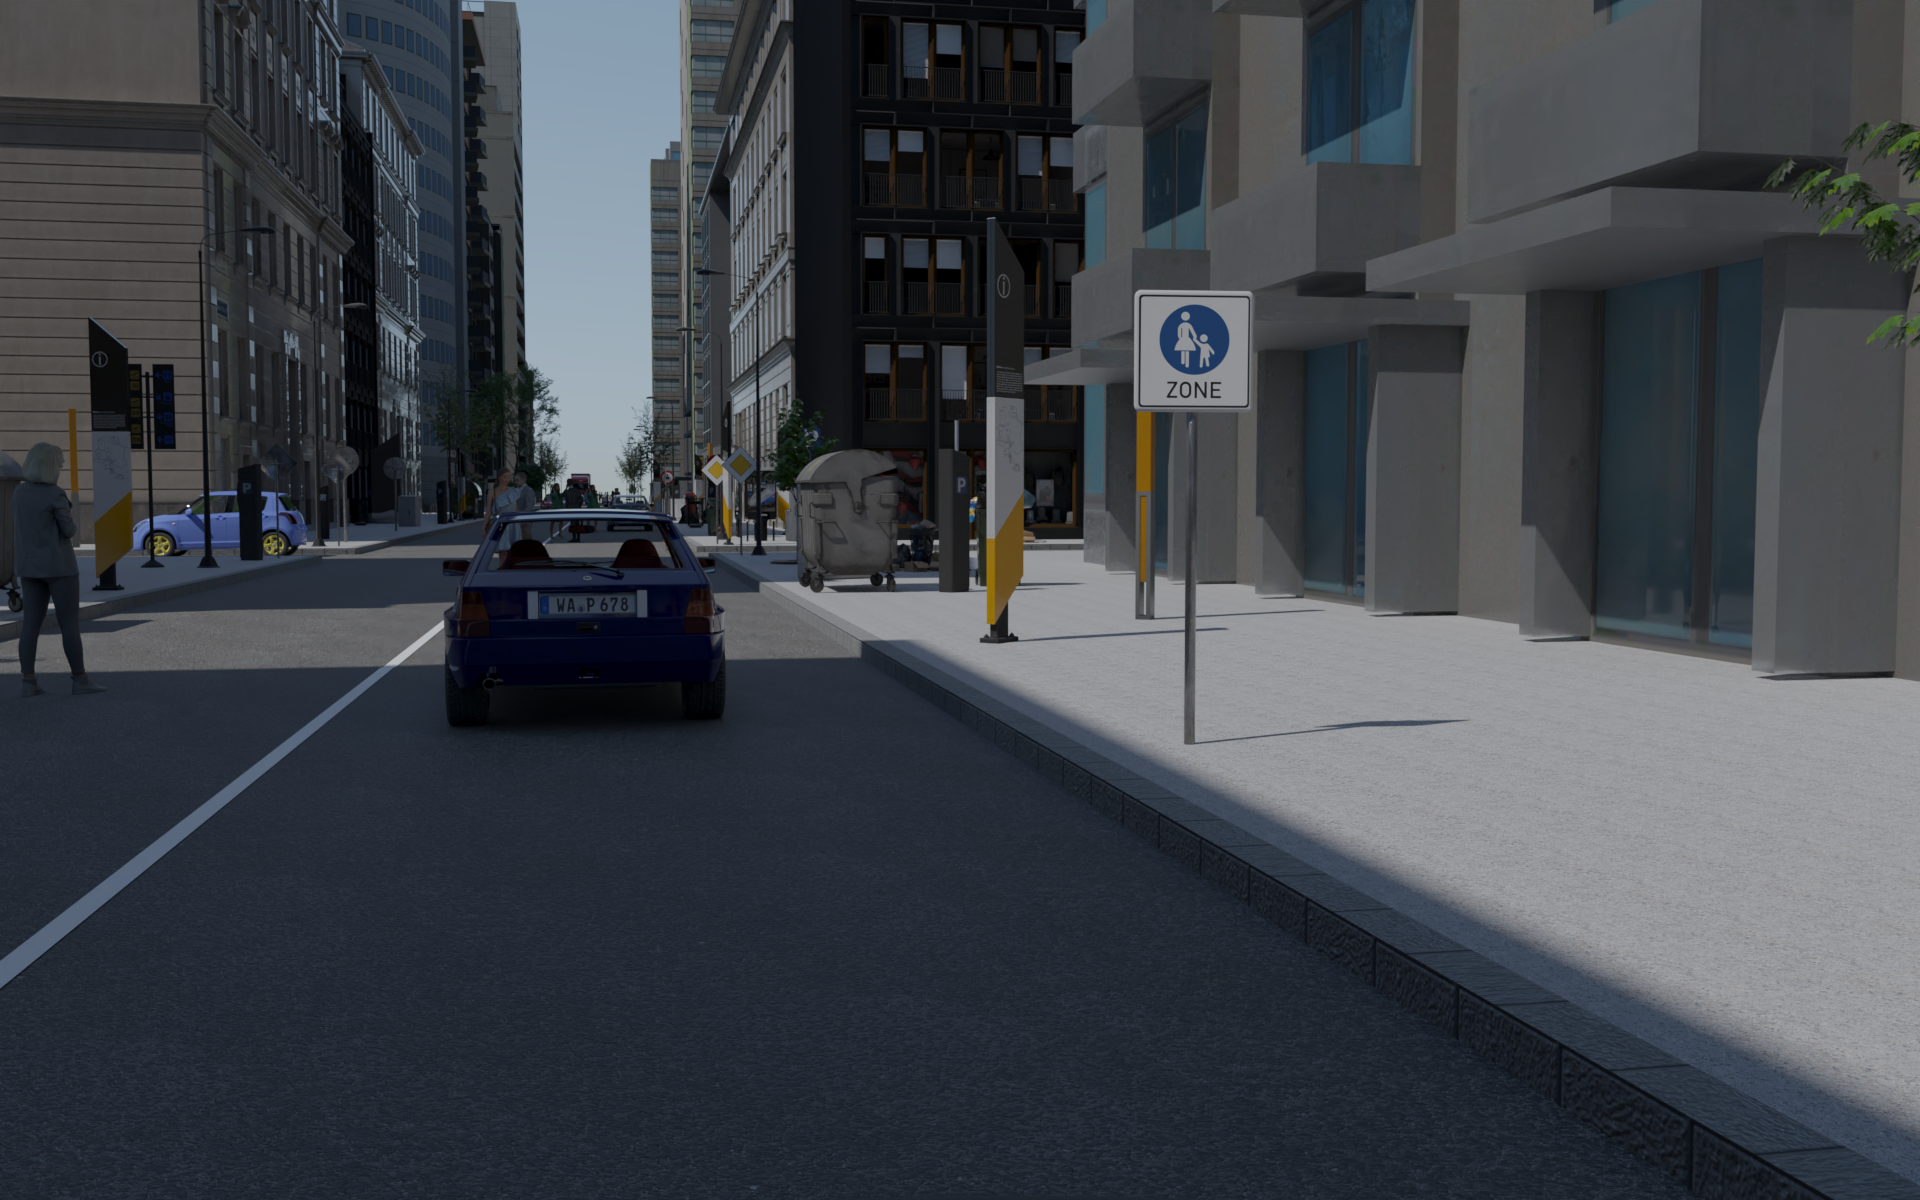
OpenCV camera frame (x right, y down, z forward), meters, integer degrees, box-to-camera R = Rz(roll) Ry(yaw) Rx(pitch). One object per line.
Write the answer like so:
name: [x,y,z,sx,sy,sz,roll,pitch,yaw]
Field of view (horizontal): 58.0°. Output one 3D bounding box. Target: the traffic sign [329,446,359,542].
traffic sign: [-16.354,-2.808,46.015,0.768,2.556,0.104,0,4,-4]

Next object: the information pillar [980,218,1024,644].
information pillar: [0.386,-1.445,14.973,0.183,3.616,0.504,2,4,34]

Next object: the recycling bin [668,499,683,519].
recycling bin: [-15.070,-4.913,92.888,0.722,1.027,0.722,0,4,8]

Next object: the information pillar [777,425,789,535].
information pillar: [-5.468,-3.843,54.196,0.504,3.616,0.183,2,4,25]

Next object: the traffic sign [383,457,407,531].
traffic sign: [-19.508,-3.653,59.835,0.768,2.556,0.104,-1,4,-11]

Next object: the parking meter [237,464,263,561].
parking meter: [-13.737,-1.700,33.504,0.399,1.863,0.255,0,4,5]

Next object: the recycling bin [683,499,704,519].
recycling bin: [-13.814,-4.752,90.244,0.722,1.027,0.722,1,4,14]

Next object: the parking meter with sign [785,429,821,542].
parking meter with sign: [-4.305,-3.087,46.738,0.543,3.016,1.738,-2,4,-24]

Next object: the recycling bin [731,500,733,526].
recycling bin: [-9.483,-3.428,68.605,0.722,1.027,0.722,3,5,43]

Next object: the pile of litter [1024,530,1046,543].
pile of litter: [1.493,-1.945,45.764,1.719,0.858,1.176,0,4,-3]

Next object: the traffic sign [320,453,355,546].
traffic sign: [-15.212,-2.369,42.368,0.795,2.450,0.064,-1,4,-12]

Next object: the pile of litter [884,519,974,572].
pile of litter: [-0.586,-0.916,28.948,1.719,0.858,1.176,1,4,12]

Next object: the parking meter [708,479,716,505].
parking meter: [-8.268,-3.213,58.248,0.399,1.863,0.255,3,5,41]

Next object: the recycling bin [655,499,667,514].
recycling bin: [-16.643,-5.164,96.978,0.722,1.027,0.722,0,4,7]

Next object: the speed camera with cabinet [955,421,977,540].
speed camera with cabinet: [0.495,-3.226,47.087,2.038,3.252,0.660,-1,4,-20]

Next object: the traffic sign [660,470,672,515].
traffic sign: [-15.782,-5.709,93.441,0.768,2.556,0.104,0,4,-7]

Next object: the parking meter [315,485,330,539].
parking meter: [-18.126,-2.497,49.232,0.372,1.533,0.369,0,3,0]

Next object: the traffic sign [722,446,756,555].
traffic sign: [-4.601,-2.001,36.358,0.795,2.450,0.064,-1,4,-12]

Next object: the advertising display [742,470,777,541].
advertising display: [-5.435,-2.569,47.210,0.974,1.923,0.123,-3,5,-40]

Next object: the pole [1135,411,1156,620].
pole: [1.894,-1.456,17.641,0.158,3.312,0.155,0,3,0]

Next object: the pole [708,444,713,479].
pole: [-10.092,-4.664,70.098,0.158,3.312,0.155,0,3,0]

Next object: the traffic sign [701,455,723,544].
traffic sign: [-6.199,-2.479,44.182,0.795,2.450,0.064,-1,4,-12]

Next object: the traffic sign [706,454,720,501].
traffic sign: [-7.670,-3.356,54.973,0.768,2.556,0.104,0,4,-5]

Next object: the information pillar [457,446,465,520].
information pillar: [-24.201,-5.668,84.033,0.504,3.616,0.183,3,4,39]

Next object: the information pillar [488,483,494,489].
information pillar: [-31.021,-6.745,114.773,0.304,2.012,0.304,2,4,28]

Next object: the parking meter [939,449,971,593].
parking meter: [-0.069,-1.036,22.645,0.255,1.863,0.399,3,5,40]

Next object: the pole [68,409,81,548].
pole: [-21.159,-2.908,41.384,0.158,3.312,0.155,0,3,0]

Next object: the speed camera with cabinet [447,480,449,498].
speed camera with cabinet: [-31.846,-7.096,110.352,2.038,3.252,0.660,-3,5,-44]

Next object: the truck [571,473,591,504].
truck: [-51.867,-15.171,236.963,2.839,4.237,11.283,-1,4,-11]

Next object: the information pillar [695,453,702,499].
information pillar: [-15.072,-6.630,99.754,0.183,3.616,0.504,3,5,43]

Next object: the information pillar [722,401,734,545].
information pillar: [-5.869,-3.199,43.665,0.183,3.616,0.504,-2,4,-23]

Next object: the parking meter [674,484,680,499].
parking meter: [-17.010,-6.006,103.912,0.399,1.863,0.255,-1,4,-13]

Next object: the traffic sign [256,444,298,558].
traffic sign: [-13.614,-1.890,34.544,0.795,2.450,0.064,-1,4,-12]

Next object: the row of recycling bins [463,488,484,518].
row of recycling bins: [-26.063,-5.242,92.822,1.069,1.692,3.534,-1,4,-21]

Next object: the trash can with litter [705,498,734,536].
trash can with litter: [-7.246,-2.518,52.551,0.624,1.170,1.055,-3,5,-44]

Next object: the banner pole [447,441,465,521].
banner pole: [-23.961,-5.644,82.296,0.863,3.779,0.401,-3,5,-39]

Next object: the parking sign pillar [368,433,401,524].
parking sign pillar: [-25.151,-5.331,75.633,1.447,3.967,1.447,-3,4,-38]

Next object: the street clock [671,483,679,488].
street clock: [-18.172,-6.478,110.485,0.471,2.002,0.358,-2,4,-31]

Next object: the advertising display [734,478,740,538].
advertising display: [-6.566,-2.820,51.326,0.123,1.923,0.974,-1,4,-14]

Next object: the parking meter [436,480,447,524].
parking meter: [-22.118,-4.172,73.922,0.399,1.863,0.255,1,4,19]

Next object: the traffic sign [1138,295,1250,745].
traffic sign: [1.175,-0.409,8.809,0.606,2.300,0.079,0,4,-6]

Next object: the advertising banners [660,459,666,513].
advertising banners: [-14.532,-5.426,84.909,0.090,3.025,2.074,0,4,-3]
